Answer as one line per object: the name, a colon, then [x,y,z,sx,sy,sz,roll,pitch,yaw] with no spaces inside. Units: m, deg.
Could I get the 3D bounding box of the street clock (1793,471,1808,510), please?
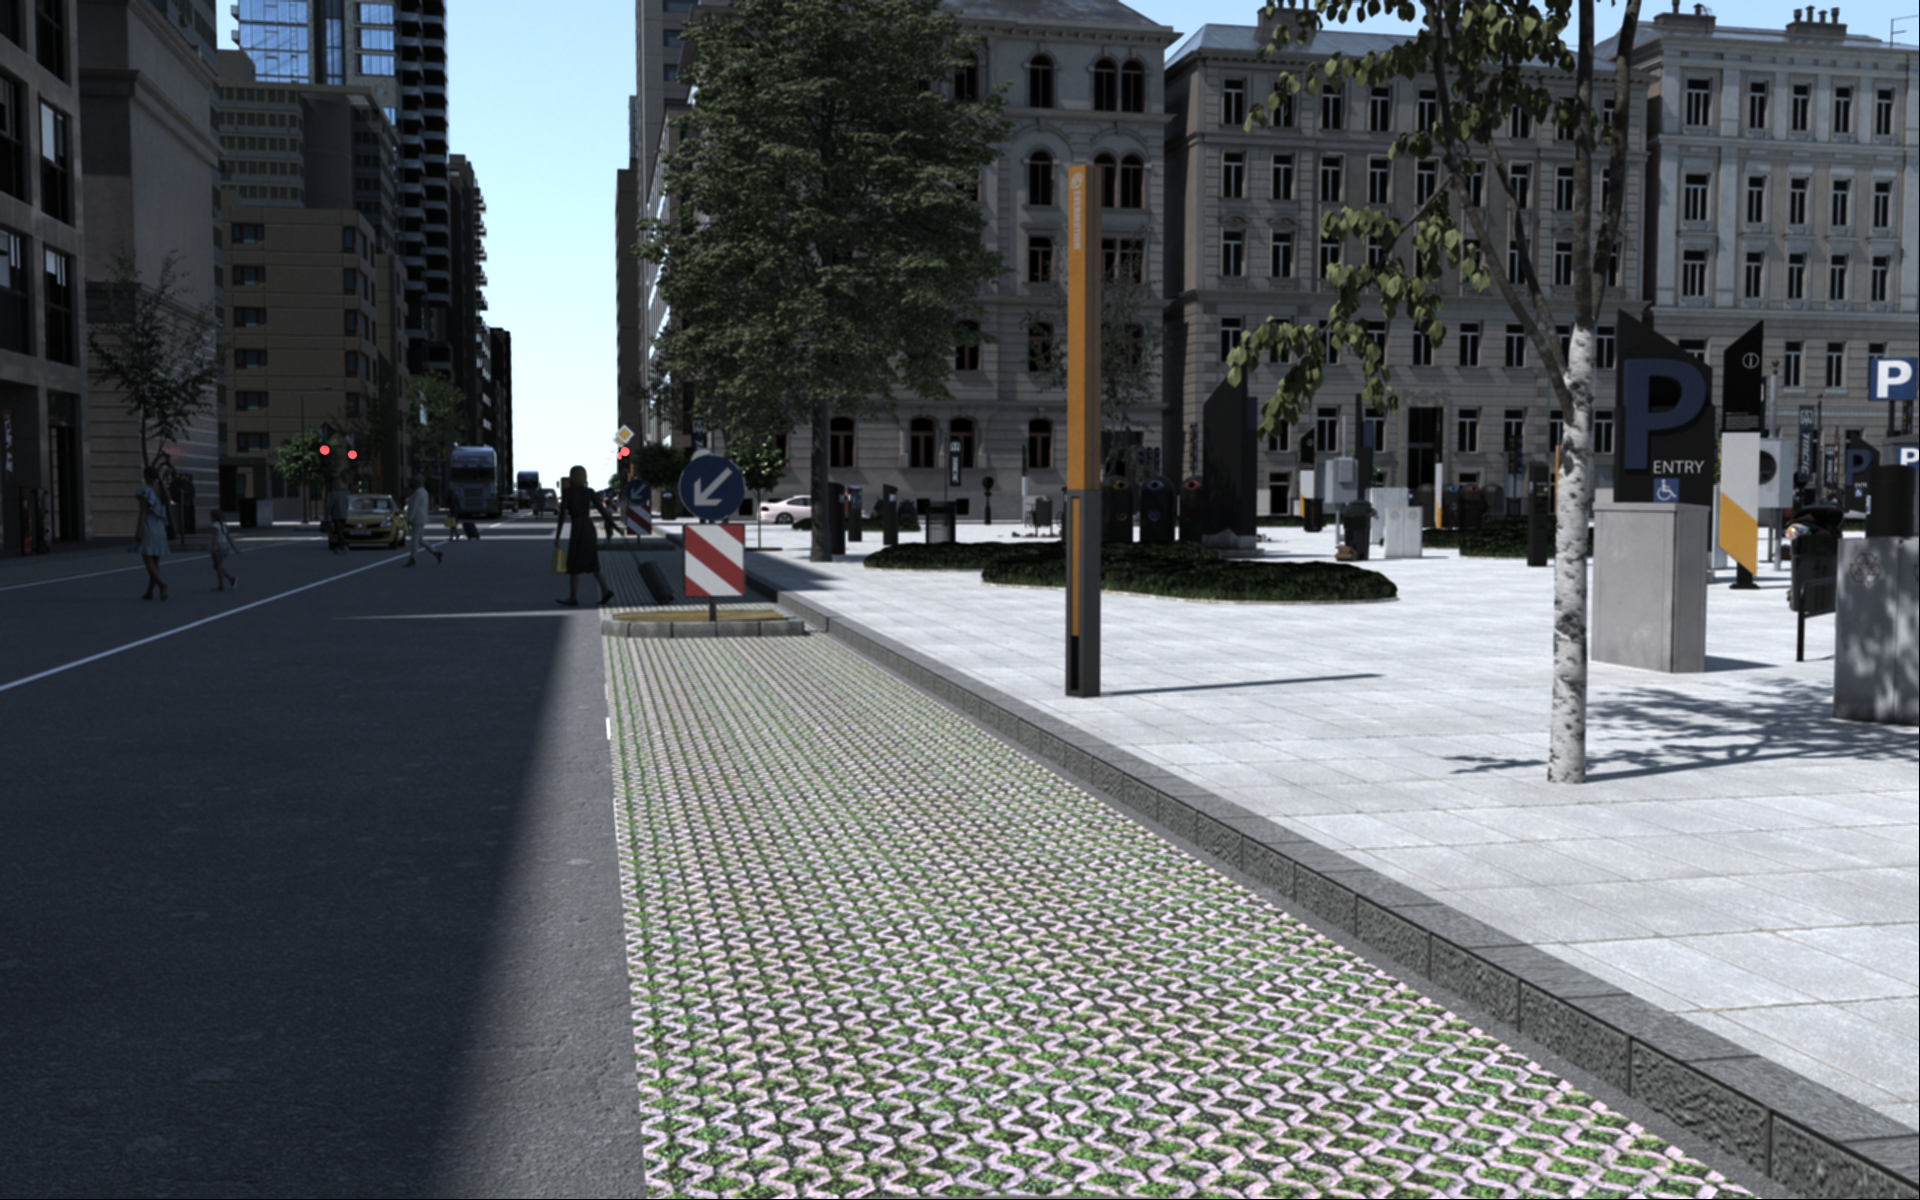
street clock: [26.096,-3.010,53.784,0.471,2.002,0.358,2,4,32]

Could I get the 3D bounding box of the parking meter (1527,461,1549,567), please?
parking meter: [10.226,-1.524,30.631,0.255,1.863,0.399,0,4,1]

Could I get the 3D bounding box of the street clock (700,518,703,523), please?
street clock: [-7.178,-2.676,48.330,0.358,2.002,0.471,-1,4,-8]

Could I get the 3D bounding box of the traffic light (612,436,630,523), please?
traffic light: [-15.157,-5.416,77.478,0.839,4.253,0.868,-1,4,-12]

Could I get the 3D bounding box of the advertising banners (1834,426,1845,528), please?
advertising banners: [22.168,-2.905,43.691,0.090,3.025,2.074,1,4,22]

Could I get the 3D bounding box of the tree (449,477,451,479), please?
tree: [-46.926,-10.190,161.203,1.663,3.219,1.824,0,3,0]

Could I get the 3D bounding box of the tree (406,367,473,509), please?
tree: [-44.099,-13.304,143.269,9.928,11.665,9.643,0,3,0]

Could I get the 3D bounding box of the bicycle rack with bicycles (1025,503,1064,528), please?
bicycle rack with bicycles: [3.526,-3.270,66.854,2.852,0.926,2.925,2,4,28]

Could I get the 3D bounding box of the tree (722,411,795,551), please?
tree: [-4.596,-2.748,39.535,1.663,3.219,1.824,0,3,0]

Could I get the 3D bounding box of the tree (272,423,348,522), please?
tree: [-29.761,-5.858,79.484,4.285,4.588,4.351,0,3,0]

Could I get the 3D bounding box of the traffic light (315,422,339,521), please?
traffic light: [-24.596,-4.793,67.288,0.839,4.253,0.868,-1,4,-12]

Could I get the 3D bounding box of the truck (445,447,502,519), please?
truck: [-28.994,-7.000,104.210,2.967,4.110,18.799,-1,4,-14]

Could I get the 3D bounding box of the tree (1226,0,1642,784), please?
tree: [2.585,-3.505,7.674,4.737,8.622,4.395,0,3,0]

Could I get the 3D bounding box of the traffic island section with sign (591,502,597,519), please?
traffic island section with sign: [-8.371,-2.189,44.425,1.989,1.847,2.006,-1,4,-12]

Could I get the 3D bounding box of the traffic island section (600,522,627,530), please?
traffic island section: [-15.116,-3.384,77.601,2.009,0.180,2.903,-1,4,-12]

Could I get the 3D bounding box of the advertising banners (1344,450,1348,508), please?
advertising banners: [15.201,-4.402,68.158,0.090,3.025,2.074,1,4,15]

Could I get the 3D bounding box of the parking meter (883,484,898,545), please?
parking meter: [-1.737,-2.139,43.381,0.372,1.533,0.369,0,3,0]

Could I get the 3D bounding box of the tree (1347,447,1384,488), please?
tree: [13.997,-4.004,60.062,1.663,3.219,1.824,0,3,0]

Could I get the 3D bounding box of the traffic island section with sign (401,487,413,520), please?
traffic island section with sign: [-31.108,-5.443,97.622,1.989,1.847,2.006,-1,4,-12]

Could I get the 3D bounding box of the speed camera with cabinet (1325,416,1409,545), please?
speed camera with cabinet: [10.373,-3.045,44.115,2.038,3.252,0.660,-1,4,-9]

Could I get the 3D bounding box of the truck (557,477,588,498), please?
truck: [-43.319,-12.100,193.765,3.469,3.379,9.791,-1,4,-13]

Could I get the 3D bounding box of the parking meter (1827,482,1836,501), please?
parking meter: [40.542,-4.580,80.598,0.399,1.863,0.255,-2,4,-33]

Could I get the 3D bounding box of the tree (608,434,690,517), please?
tree: [-16.526,-6.831,95.404,4.285,4.588,4.351,0,3,0]

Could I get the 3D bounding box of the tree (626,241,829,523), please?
tree: [-7.884,-7.690,60.137,7.601,10.594,8.767,-2,4,-27]

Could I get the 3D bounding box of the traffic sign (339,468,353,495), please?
traffic sign: [-30.217,-5.220,85.453,0.768,2.556,0.104,0,4,-8]

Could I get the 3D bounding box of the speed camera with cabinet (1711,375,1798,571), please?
speed camera with cabinet: [12.890,-2.131,29.181,0.660,3.252,2.038,-3,5,-41]

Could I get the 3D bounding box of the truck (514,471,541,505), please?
truck: [-50.983,-13.195,205.499,2.967,4.110,18.799,-1,4,-12]

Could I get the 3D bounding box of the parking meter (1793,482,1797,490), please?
parking meter: [39.181,-4.640,81.582,0.255,1.863,0.399,0,4,-4]

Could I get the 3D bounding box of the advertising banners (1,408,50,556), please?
advertising banners: [-19.509,-2.444,36.145,0.090,3.025,2.074,0,4,-6]

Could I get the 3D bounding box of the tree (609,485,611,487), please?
tree: [-58.636,-18.233,292.717,1.663,3.219,1.824,0,3,0]

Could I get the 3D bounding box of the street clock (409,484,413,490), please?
street clock: [-40.500,-7.538,127.824,0.358,2.002,0.471,-1,4,-14]

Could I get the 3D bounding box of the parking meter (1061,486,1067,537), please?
parking meter: [2.595,-2.004,41.169,0.372,1.533,0.369,0,3,0]

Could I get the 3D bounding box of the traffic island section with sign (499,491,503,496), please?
traffic island section with sign: [-52.867,-11.671,199.443,1.989,1.847,2.006,-1,4,-12]

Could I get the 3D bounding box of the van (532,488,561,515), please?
van: [-29.049,-7.003,121.516,2.013,2.044,4.112,-1,4,-11]

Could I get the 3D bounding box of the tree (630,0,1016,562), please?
tree: [-2.290,-6.978,32.217,7.486,12.596,7.792,0,3,0]

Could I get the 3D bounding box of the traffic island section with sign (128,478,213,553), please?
traffic island section with sign: [-19.488,-2.118,43.255,1.989,1.847,2.006,-1,4,-12]

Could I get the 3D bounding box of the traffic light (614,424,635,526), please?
traffic light: [-13.488,-4.939,69.669,0.839,4.253,0.868,-1,4,-12]

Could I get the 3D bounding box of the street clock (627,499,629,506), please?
street clock: [-27.462,-8.476,143.157,0.471,2.002,0.358,-1,4,-10]

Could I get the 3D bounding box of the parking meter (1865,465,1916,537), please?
parking meter: [8.107,-0.410,15.118,0.372,1.533,0.369,0,3,0]

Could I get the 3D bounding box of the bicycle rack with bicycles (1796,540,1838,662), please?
bicycle rack with bicycles: [7.885,-0.001,13.405,2.852,0.926,2.925,3,5,41]

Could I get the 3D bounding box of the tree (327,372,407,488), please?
tree: [-35.282,-9.381,103.749,4.737,8.622,4.395,0,3,0]

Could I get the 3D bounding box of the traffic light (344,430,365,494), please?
traffic light: [-26.265,-5.271,75.097,0.839,4.253,0.868,-1,4,-12]

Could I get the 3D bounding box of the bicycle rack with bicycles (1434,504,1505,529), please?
bicycle rack with bicycles: [17.831,-2.927,61.239,2.852,0.926,2.925,3,5,41]

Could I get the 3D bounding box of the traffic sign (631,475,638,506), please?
traffic sign: [-21.742,-7.120,116.510,0.768,2.556,0.104,-1,4,-11]

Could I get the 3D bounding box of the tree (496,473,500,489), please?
tree: [-60.835,-14.647,223.196,4.285,4.588,4.351,0,3,0]

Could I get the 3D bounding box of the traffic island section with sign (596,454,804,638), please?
traffic island section with sign: [-2.736,-0.577,18.063,1.989,1.847,2.006,-1,4,-12]

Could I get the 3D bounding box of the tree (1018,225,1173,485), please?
tree: [3.659,-5.764,44.602,4.360,8.622,3.978,0,3,0]

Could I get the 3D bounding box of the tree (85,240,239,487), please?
tree: [-23.823,-6.170,51.238,4.360,8.622,3.978,0,3,0]

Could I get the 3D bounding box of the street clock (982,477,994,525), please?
street clock: [1.163,-4.139,72.239,0.358,2.002,0.471,3,5,45]

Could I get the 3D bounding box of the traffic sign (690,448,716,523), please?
traffic sign: [-7.072,-2.927,47.956,0.768,2.556,0.104,0,4,-4]

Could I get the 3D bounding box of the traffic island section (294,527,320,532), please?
traffic island section: [-24.638,-2.760,67.414,2.009,0.180,2.903,-1,4,-12]

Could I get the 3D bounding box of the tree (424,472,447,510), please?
tree: [-42.389,-8.776,138.088,1.663,3.219,1.824,0,3,0]

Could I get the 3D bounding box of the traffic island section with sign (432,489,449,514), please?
traffic island section with sign: [-36.745,-7.055,123.984,1.989,1.847,2.006,-1,4,-12]

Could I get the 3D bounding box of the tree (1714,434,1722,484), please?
tree: [21.772,-3.289,48.382,1.663,3.219,1.824,0,3,0]

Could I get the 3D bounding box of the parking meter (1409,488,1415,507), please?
parking meter: [19.965,-4.184,76.820,0.372,1.533,0.369,0,3,0]
